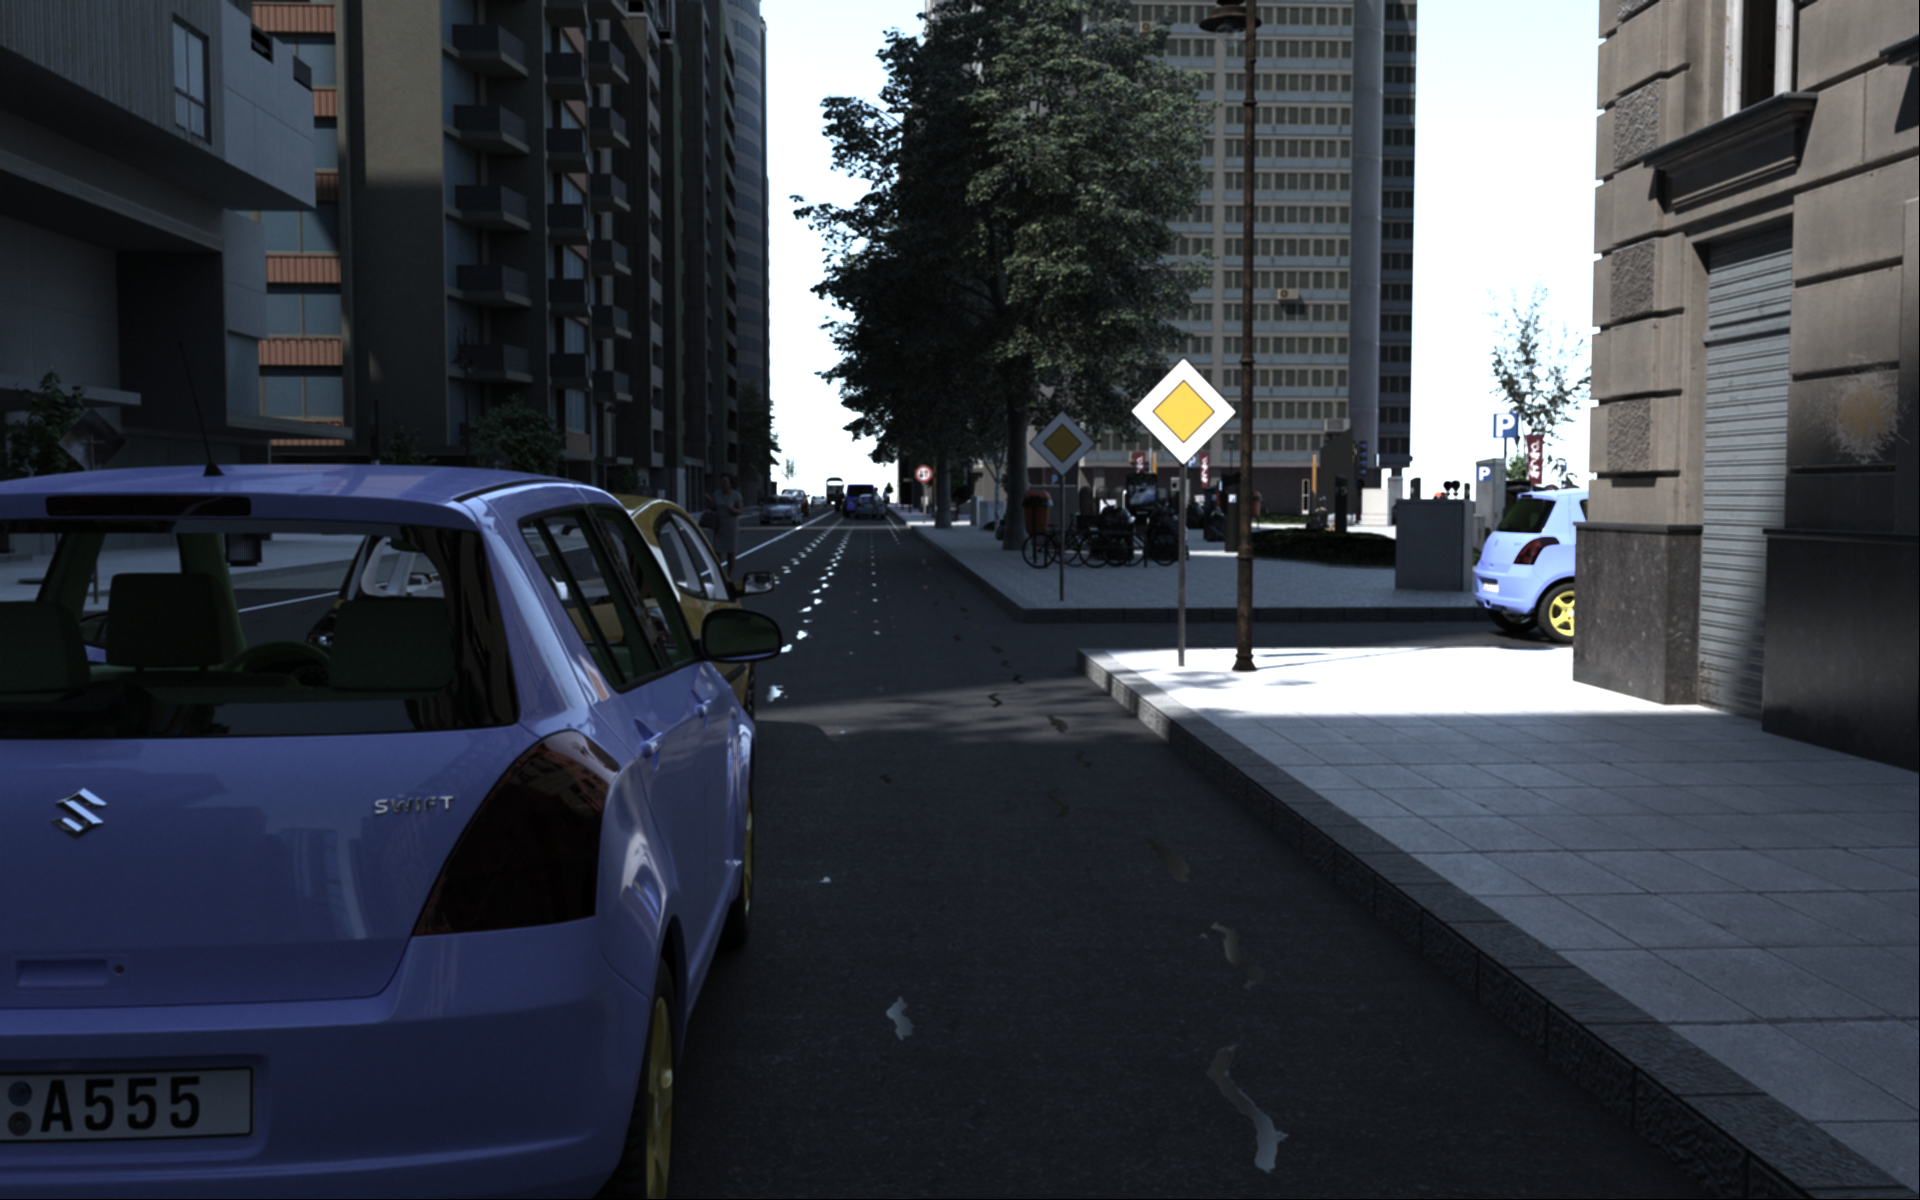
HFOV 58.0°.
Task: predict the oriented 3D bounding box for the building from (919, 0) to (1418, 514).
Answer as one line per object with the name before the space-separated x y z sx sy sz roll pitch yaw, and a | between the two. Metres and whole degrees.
building | 13.519 -26.046 117.740 32.217 40.220 23.993 0 4 -3

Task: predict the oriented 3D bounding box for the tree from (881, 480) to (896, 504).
tree | -10.282 -15.718 251.595 1.663 3.219 1.824 0 3 0

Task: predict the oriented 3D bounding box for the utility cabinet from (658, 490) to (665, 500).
utility cabinet | -15.301 -4.899 88.775 0.318 1.500 1.173 0 4 -7

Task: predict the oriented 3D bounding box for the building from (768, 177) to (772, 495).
building | -30.830 -32.428 213.786 14.154 41.232 14.086 0 4 -3

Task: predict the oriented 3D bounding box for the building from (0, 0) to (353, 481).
building | -29.438 -27.095 32.235 28.713 52.752 27.495 0 4 -3

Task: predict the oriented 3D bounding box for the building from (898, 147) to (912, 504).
building | -0.821 -34.798 219.064 14.600 45.320 14.200 0 4 -3

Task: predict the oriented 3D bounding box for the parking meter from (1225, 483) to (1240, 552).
parking meter | 6.043 -1.825 38.252 0.372 1.533 0.369 0 3 0

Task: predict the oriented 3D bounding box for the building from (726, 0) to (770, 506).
building | -32.605 -39.757 192.027 21.231 58.520 28.212 0 4 -3

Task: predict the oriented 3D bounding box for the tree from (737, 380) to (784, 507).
tree | -21.187 -15.489 171.374 7.486 12.596 7.792 0 3 0

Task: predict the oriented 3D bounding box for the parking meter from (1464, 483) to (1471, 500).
parking meter | 25.560 -4.991 87.318 0.255 1.863 0.399 0 4 4

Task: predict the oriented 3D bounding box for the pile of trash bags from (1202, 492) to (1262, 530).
pile of trash bags | 9.649 -3.262 63.085 1.912 1.369 3.447 -3 4 -38

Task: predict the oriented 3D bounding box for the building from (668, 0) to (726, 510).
building | -26.006 -27.716 136.749 14.154 41.232 14.086 0 4 -3

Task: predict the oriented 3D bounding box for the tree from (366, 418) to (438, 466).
tree | -14.314 -3.029 44.124 1.663 3.219 1.824 0 3 0

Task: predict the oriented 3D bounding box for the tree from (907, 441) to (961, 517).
tree | -1.153 -6.919 96.834 4.285 4.588 4.351 0 3 0

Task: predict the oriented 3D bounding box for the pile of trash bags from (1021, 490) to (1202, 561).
pile of trash bags | 2.889 -1.501 34.294 3.447 1.369 1.912 1 4 15

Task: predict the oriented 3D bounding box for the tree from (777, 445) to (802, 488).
tree | -24.727 -18.421 251.539 4.360 8.622 3.978 0 3 0

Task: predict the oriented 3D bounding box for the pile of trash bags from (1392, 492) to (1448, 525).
pile of trash bags | 18.912 -3.784 71.618 3.447 1.369 1.912 -3 4 -36

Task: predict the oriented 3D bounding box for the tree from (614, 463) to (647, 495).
tree | -17.914 -6.019 93.008 1.663 3.219 1.824 0 3 0

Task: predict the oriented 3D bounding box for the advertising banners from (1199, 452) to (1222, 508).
advertising banners | 10.717 -4.615 71.641 2.074 3.025 0.090 3 5 45

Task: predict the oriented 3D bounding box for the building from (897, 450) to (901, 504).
building | 5.242 -24.257 241.648 27.650 21.520 28.899 0 4 -3

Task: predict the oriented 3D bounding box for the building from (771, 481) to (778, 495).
building | -40.988 -33.062 232.445 32.217 40.220 23.993 0 4 -3

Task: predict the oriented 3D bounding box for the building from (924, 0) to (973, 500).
building | 10.850 -33.868 142.987 28.713 52.752 27.495 0 4 -3

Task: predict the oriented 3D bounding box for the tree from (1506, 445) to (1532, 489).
tree | 21.734 -4.477 67.792 1.663 3.219 1.824 0 3 0

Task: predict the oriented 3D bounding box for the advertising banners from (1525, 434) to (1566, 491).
advertising banners | 17.438 -3.307 50.262 2.074 3.025 0.090 2 4 28

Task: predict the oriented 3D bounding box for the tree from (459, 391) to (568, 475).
tree | -14.176 -4.372 55.191 4.285 4.588 4.351 0 3 0

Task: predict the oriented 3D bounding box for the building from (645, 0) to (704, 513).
building | -28.507 -41.597 118.364 20.563 71.187 20.611 0 4 -3

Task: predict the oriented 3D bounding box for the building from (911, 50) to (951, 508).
building | 2.407 -29.374 163.852 14.154 41.232 14.086 0 4 -3

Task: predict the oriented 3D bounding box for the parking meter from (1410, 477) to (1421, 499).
parking meter | 15.806 -3.329 60.148 0.255 1.863 0.399 -1 4 -14

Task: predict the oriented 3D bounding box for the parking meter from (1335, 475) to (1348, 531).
parking meter | 11.458 -2.836 52.079 0.255 1.863 0.399 -1 4 -11

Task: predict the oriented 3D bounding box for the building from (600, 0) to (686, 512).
building | -24.113 -20.211 102.151 14.160 30.474 14.107 0 4 -3

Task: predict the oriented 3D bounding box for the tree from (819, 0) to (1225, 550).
tree | 1.199 -8.126 39.522 9.857 13.997 8.962 0 3 0

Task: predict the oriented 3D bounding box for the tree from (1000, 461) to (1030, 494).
tree | 2.660 -5.729 88.273 1.663 3.219 1.824 0 3 0

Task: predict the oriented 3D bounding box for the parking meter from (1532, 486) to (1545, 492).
parking meter | 17.638 -2.716 52.818 0.372 1.533 0.369 0 3 0

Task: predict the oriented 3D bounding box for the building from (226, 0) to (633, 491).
building | -26.412 -25.669 74.307 22.147 44.769 28.867 0 4 -3

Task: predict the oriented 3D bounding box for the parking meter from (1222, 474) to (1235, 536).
parking meter | 7.709 -2.689 49.678 0.399 1.863 0.255 0 4 5

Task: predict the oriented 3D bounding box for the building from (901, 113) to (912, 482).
building | 4.444 -33.179 197.100 22.147 44.769 28.867 0 4 -3

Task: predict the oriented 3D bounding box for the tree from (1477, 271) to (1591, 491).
tree | 18.974 -6.526 57.055 4.360 8.622 3.978 0 3 0

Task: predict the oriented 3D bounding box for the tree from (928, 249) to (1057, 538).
tree | 1.048 -6.097 50.045 4.360 8.622 3.978 0 3 0

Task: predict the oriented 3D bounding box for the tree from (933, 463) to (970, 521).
tree | -0.620 -5.457 83.827 1.663 3.219 1.824 0 3 0

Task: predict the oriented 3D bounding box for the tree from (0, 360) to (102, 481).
tree | -13.038 -1.869 25.159 1.663 3.219 1.824 0 3 0

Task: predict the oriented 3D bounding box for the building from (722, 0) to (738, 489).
building | -31.395 -32.439 154.077 21.300 48.544 21.600 0 4 -3

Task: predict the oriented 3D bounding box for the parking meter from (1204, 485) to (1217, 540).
parking meter | 7.045 -2.466 48.723 0.372 1.533 0.369 0 3 0

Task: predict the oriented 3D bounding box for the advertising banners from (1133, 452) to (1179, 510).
advertising banners | 8.118 -4.597 71.355 2.074 3.025 0.090 1 4 22
